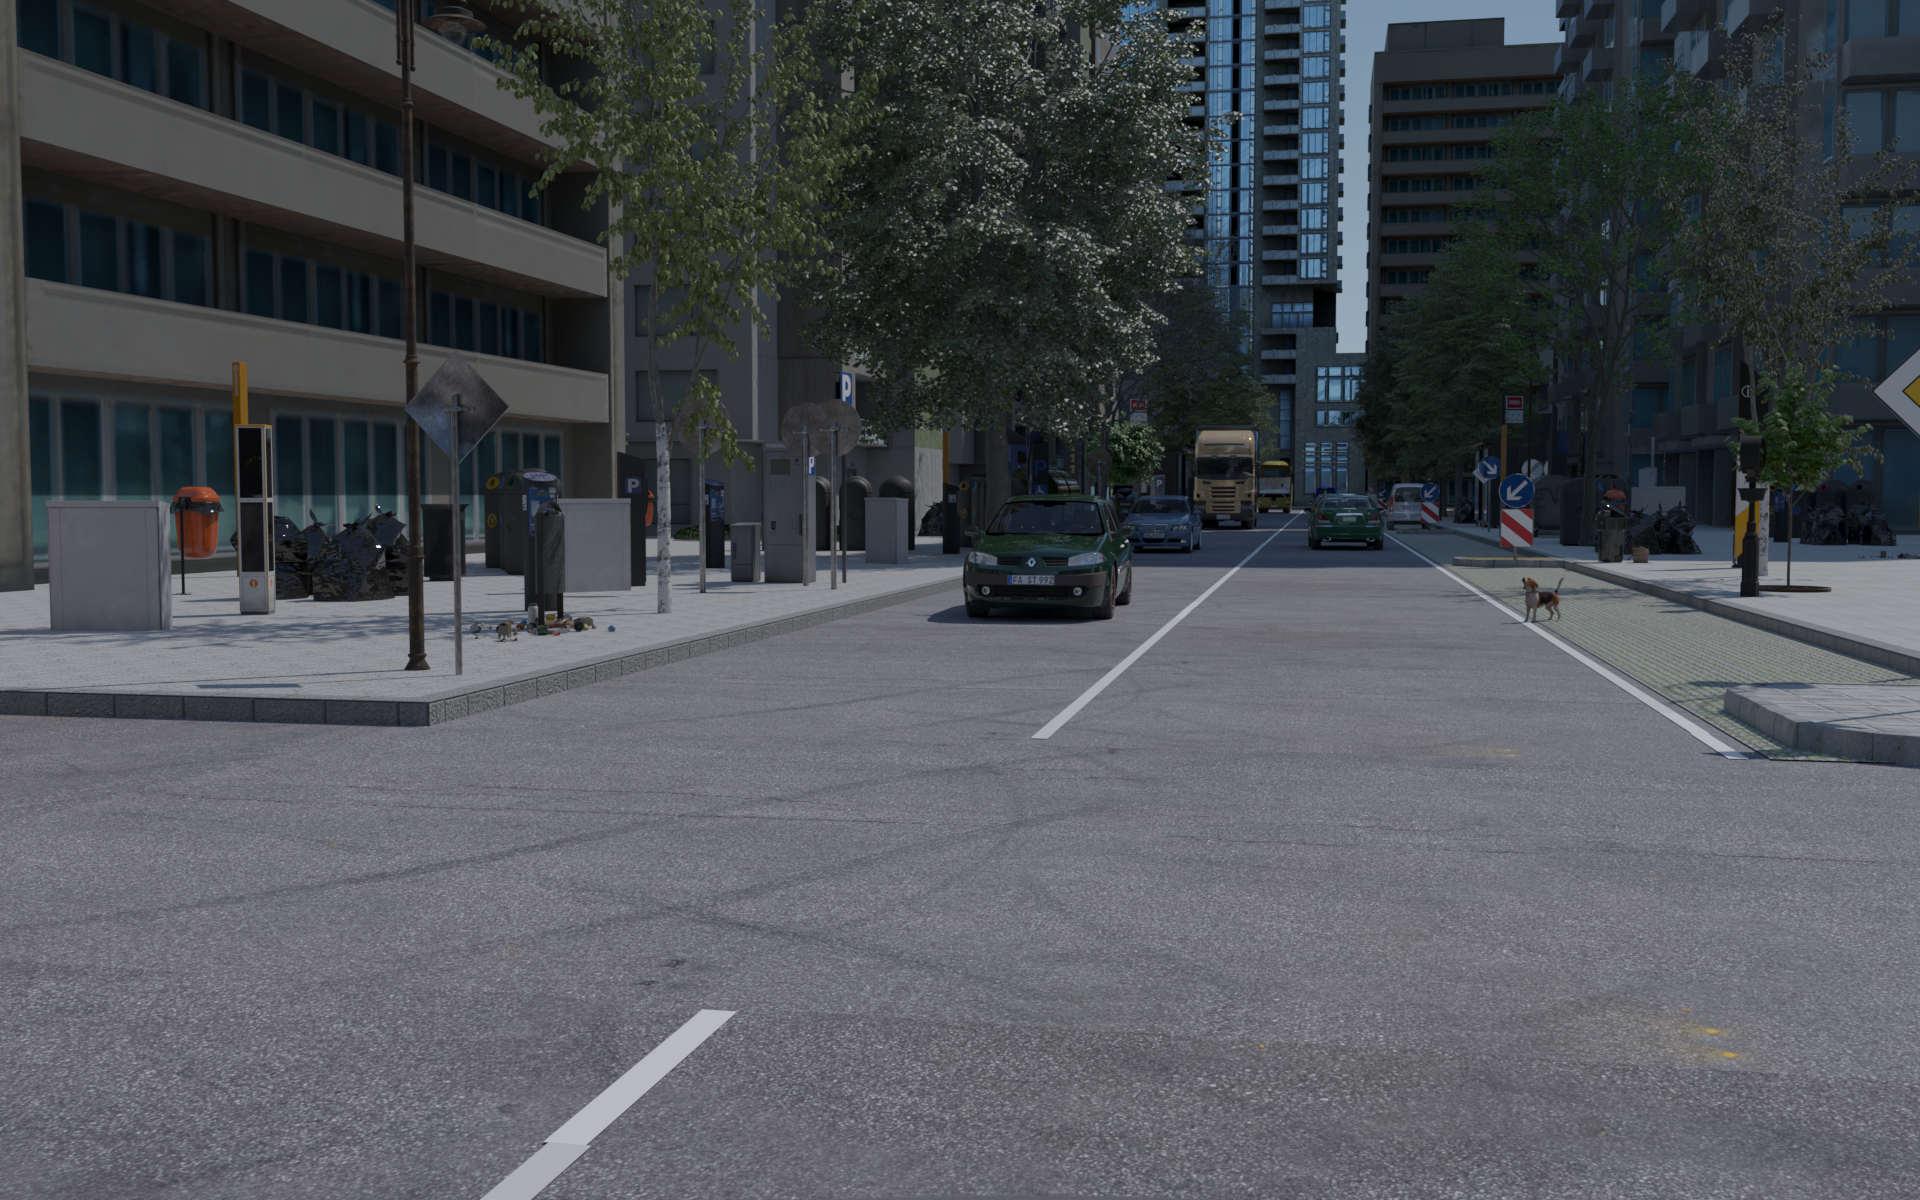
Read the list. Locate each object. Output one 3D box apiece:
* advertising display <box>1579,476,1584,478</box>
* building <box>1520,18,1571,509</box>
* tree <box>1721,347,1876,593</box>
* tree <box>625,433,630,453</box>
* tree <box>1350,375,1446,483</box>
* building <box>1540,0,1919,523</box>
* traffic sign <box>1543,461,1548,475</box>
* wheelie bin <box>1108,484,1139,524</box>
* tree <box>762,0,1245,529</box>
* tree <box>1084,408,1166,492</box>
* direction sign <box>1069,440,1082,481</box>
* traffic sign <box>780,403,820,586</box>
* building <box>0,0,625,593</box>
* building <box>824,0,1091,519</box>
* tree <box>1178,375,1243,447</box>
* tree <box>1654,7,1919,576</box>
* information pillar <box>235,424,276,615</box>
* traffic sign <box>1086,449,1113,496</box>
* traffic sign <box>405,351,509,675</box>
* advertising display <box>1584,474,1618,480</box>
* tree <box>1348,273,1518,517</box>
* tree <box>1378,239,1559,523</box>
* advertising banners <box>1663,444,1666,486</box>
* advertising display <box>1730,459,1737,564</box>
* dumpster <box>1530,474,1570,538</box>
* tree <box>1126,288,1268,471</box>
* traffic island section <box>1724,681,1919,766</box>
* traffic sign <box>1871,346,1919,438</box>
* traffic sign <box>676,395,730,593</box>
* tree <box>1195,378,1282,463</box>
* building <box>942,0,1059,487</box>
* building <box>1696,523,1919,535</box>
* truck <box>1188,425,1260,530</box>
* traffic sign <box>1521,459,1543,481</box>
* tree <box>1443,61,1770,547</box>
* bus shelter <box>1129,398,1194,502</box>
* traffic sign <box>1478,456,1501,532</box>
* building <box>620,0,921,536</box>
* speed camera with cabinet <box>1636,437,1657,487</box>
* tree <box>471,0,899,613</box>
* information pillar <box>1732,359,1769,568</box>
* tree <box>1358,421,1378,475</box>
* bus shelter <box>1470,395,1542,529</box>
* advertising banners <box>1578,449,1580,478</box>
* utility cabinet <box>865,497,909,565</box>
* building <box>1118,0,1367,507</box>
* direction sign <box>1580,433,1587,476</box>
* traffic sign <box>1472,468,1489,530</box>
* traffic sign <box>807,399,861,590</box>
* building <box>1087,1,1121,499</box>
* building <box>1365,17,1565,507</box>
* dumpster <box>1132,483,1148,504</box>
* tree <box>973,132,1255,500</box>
[{"bbox_3d":[22.218,-3.400,60.804,0.974,1.923,0.123,1,4,22],"label":"advertising display"},{"bbox_3d":[53.731,-49.930,129.020,22.319,86.520,31.000,1,4,12],"label":"building"},{"bbox_3d":[11.018,-1.740,23.058,1.663,3.219,1.824,0,3,0],"label":"tree"},{"bbox_3d":[-9.696,-3.269,48.048,1.663,3.219,1.824,0,3,0],"label":"tree"},{"bbox_3d":[30.223,-11.101,115.913,8.767,10.594,7.601,1,4,21],"label":"tree"},{"bbox_3d":[47.005,-29.396,100.233,23.786,49.044,30.456,1,4,12],"label":"building"},{"bbox_3d":[21.101,-3.757,61.531,0.768,2.556,0.104,1,4,12],"label":"traffic sign"},{"bbox_3d":[5.343,-2.966,56.406,0.980,1.594,0.693,0,4,-6],"label":"wheelie bin"},{"bbox_3d":[0.760,-7.831,34.693,9.857,13.997,8.962,0,3,0],"label":"tree"},{"bbox_3d":[6.223,-5.057,66.393,4.285,4.588,4.351,0,3,0],"label":"tree"},{"bbox_3d":[4.864,-4.907,72.226,0.379,3.537,0.876,-3,4,-39],"label":"direction sign"},{"bbox_3d":[-2.154,-1.470,24.134,0.768,2.556,0.104,1,4,17],"label":"traffic sign"},{"bbox_3d":[-20.816,-25.049,33.253,21.300,48.544,21.600,1,4,12],"label":"building"},{"bbox_3d":[0.382,-26.059,109.652,14.154,41.232,14.086,1,4,12],"label":"building"},{"bbox_3d":[16.012,-9.880,111.895,4.360,8.622,3.978,0,3,0],"label":"tree"},{"bbox_3d":[12.553,-4.663,26.607,4.360,8.622,3.978,0,3,0],"label":"tree"},{"bbox_3d":[-7.496,-0.853,18.432,0.304,2.012,0.304,0,4,-8],"label":"information pillar"},{"bbox_3d":[3.905,-2.976,48.763,0.768,2.556,0.104,1,4,19],"label":"traffic sign"},{"bbox_3d":[-3.549,-0.524,12.215,0.795,2.450,0.064,1,4,12],"label":"traffic sign"},{"bbox_3d":[20.880,-3.129,56.369,0.974,1.923,0.123,3,5,42],"label":"advertising display"},{"bbox_3d":[27.112,-11.643,97.015,9.857,13.997,8.962,0,3,0],"label":"tree"},{"bbox_3d":[22.827,-9.747,77.490,7.486,12.596,7.792,0,3,0],"label":"tree"},{"bbox_3d":[24.912,-3.978,61.236,0.090,3.025,2.074,2,4,23],"label":"advertising banners"},{"bbox_3d":[14.640,-1.648,32.159,0.974,1.923,0.123,-2,4,-35],"label":"advertising display"},{"bbox_3d":[17.561,-2.795,51.462,1.264,1.857,1.865,1,4,12],"label":"dumpster"},{"bbox_3d":[13.028,-10.813,94.926,7.486,12.596,7.792,0,3,0],"label":"tree"},{"bbox_3d":[5.814,0.732,10.319,2.009,0.180,2.903,1,4,12],"label":"traffic island section"},{"bbox_3d":[5.789,-0.404,10.246,0.795,2.450,0.064,1,4,12],"label":"traffic sign"},{"bbox_3d":[-3.331,-1.361,22.354,0.768,2.556,0.104,1,4,16],"label":"traffic sign"},{"bbox_3d":[24.477,-13.899,152.997,9.928,11.665,9.643,0,3,0],"label":"tree"},{"bbox_3d":[-2.547,-19.828,95.881,14.160,30.474,14.107,1,4,12],"label":"building"},{"bbox_3d":[39.215,-27.169,63.824,23.786,49.044,30.456,1,4,12],"label":"building"},{"bbox_3d":[11.306,-5.147,73.068,2.839,4.237,11.283,1,4,11],"label":"truck"},{"bbox_3d":[20.959,-3.878,63.504,0.768,2.556,0.104,1,4,13],"label":"traffic sign"},{"bbox_3d":[15.564,-7.117,42.111,9.928,11.665,9.643,0,3,0],"label":"tree"},{"bbox_3d":[8.720,-5.963,75.131,2.179,5.291,8.768,1,4,12],"label":"bus shelter"},{"bbox_3d":[17.824,-3.559,58.290,0.768,2.556,0.104,1,4,15],"label":"traffic sign"},{"bbox_3d":[-8.748,-22.857,57.312,14.154,41.232,14.086,1,4,12],"label":"building"},{"bbox_3d":[24.069,-4.065,60.795,0.660,3.252,2.038,1,4,20],"label":"speed camera with cabinet"},{"bbox_3d":[-2.944,-4.161,18.401,4.737,8.622,4.395,0,3,0],"label":"tree"},{"bbox_3d":[13.725,-2.367,30.054,0.504,3.616,0.183,1,4,15],"label":"information pillar"},{"bbox_3d":[37.512,-14.049,147.830,7.486,12.596,7.792,0,3,0],"label":"tree"},{"bbox_3d":[21.327,-5.542,68.246,2.179,5.291,8.768,1,4,12],"label":"bus shelter"},{"bbox_3d":[23.944,-4.337,67.099,0.090,3.025,2.074,1,4,21],"label":"advertising banners"},{"bbox_3d":[-1.351,-1.272,31.958,0.306,1.237,1.020,-3,4,-37],"label":"utility cabinet"},{"bbox_3d":[27.619,-53.330,184.610,31.000,86.520,22.319,1,4,12],"label":"building"},{"bbox_3d":[23.157,-4.427,64.386,0.379,3.537,0.876,0,4,5],"label":"direction sign"},{"bbox_3d":[18.592,-3.690,61.509,0.795,2.450,0.064,1,4,19],"label":"traffic sign"},{"bbox_3d":[-1.698,-1.413,23.216,0.768,2.556,0.104,1,4,15],"label":"traffic sign"},{"bbox_3d":[3.662,-28.948,123.415,14.600,45.320,14.200,1,4,12],"label":"building"},{"bbox_3d":[53.483,-34.084,180.973,21.600,48.544,21.300,1,4,12],"label":"building"},{"bbox_3d":[8.734,-4.718,82.902,1.264,1.857,1.865,1,4,12],"label":"dumpster"},{"bbox_3d":[4.873,-9.019,57.826,12.009,13.543,11.850,0,3,0],"label":"tree"}]
